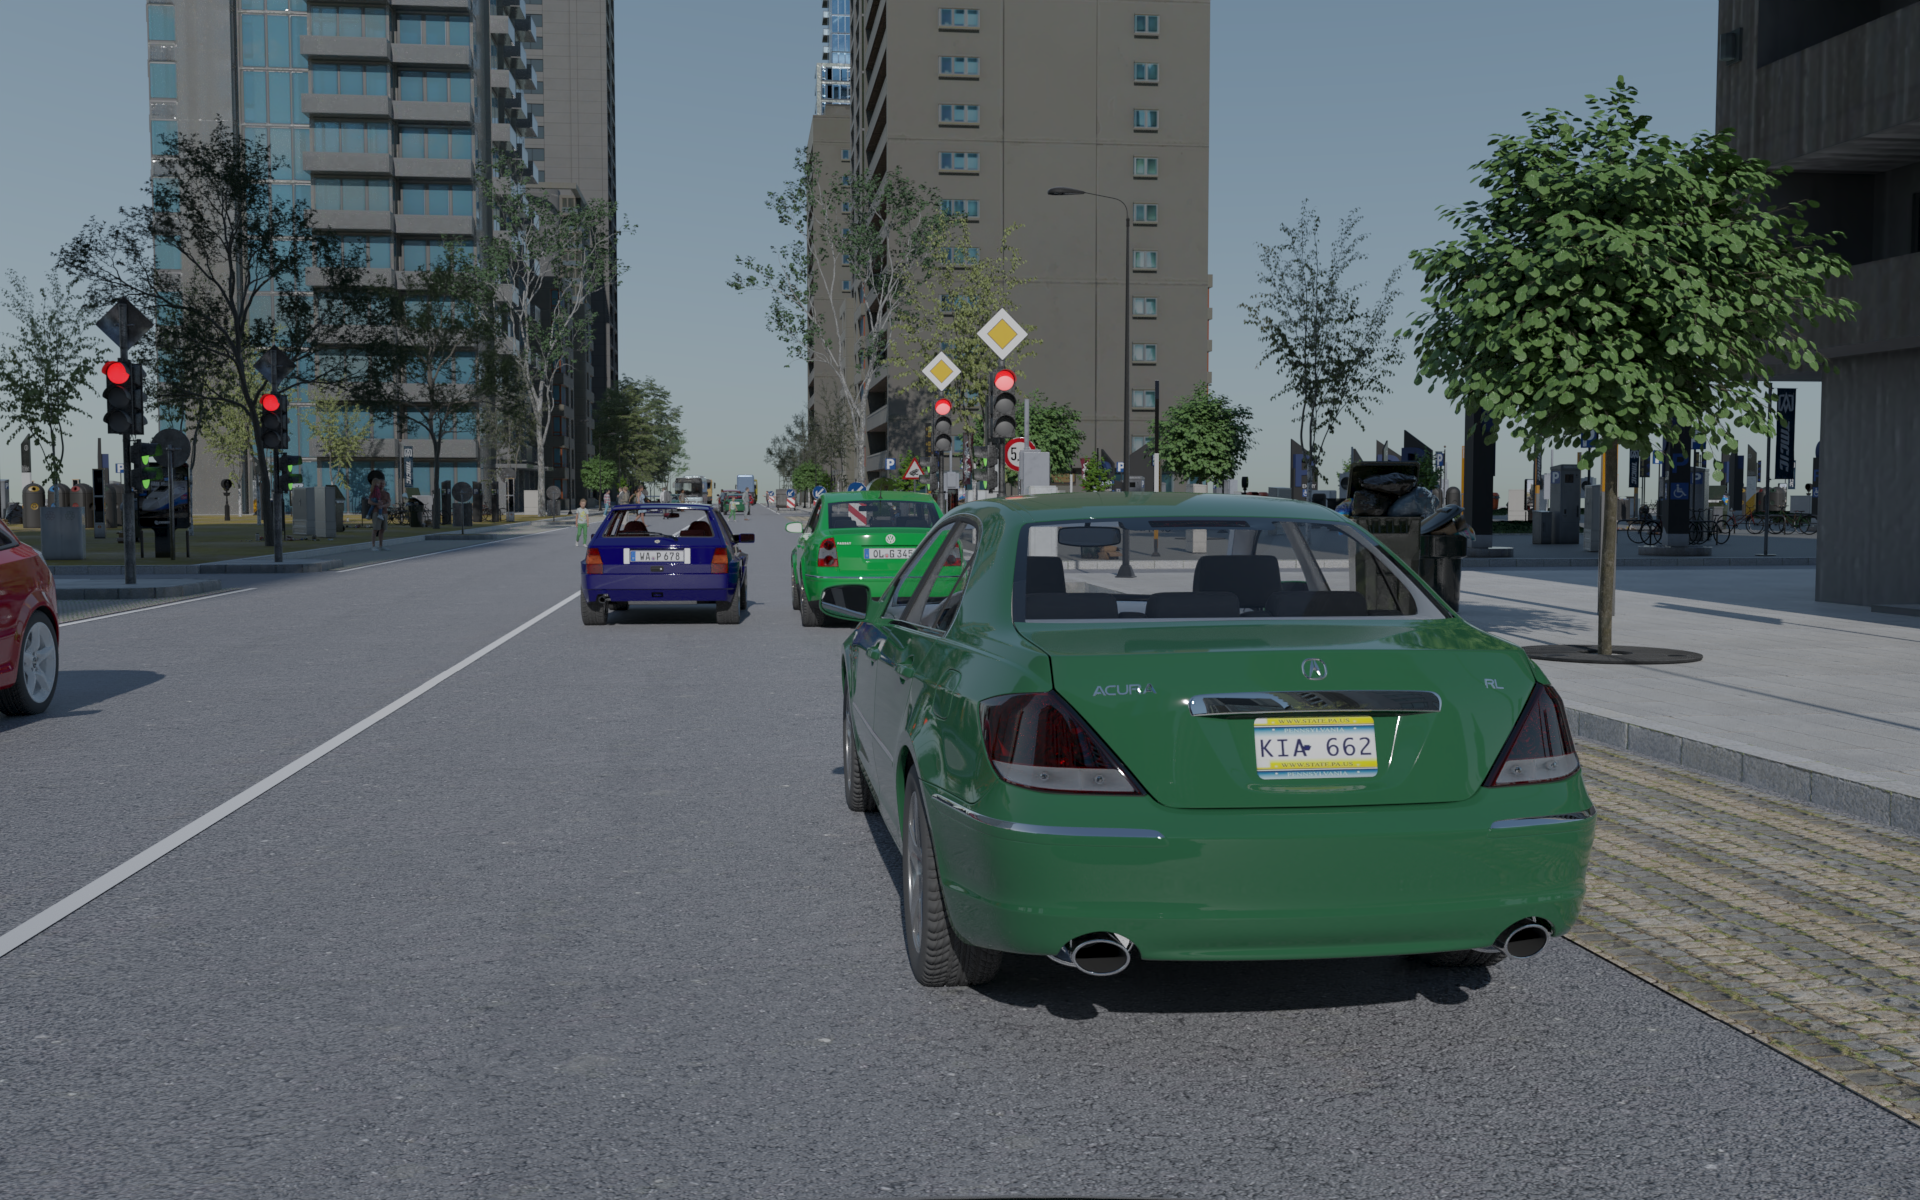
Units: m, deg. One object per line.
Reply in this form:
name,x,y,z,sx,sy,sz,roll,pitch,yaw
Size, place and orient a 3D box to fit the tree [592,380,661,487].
tree,-33.714,-15.526,171.979,7.486,12.596,7.792,0,3,0

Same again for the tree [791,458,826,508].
tree,-13.478,-10.563,156.422,4.285,4.588,4.351,0,3,0

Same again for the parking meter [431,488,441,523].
parking meter,-22.908,-4.118,75.735,0.372,1.533,0.369,0,3,0

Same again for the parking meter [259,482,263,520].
parking meter,-34.331,-4.852,85.039,0.255,1.863,0.399,0,4,3

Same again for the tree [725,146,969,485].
tree,-6.203,-14.620,94.931,12.611,20.169,13.585,0,3,0

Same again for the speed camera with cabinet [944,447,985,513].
speed camera with cabinet,0.236,-4.777,72.442,2.038,3.252,0.660,-1,4,-15

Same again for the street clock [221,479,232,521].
street clock,-35.142,-4.798,83.020,0.358,2.002,0.471,2,4,32

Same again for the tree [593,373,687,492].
tree,-33.959,-16.916,183.227,9.857,13.997,8.962,0,3,0

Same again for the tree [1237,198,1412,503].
tree,9.165,-5.733,44.105,4.360,8.622,3.978,0,3,0

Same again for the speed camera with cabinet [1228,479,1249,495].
speed camera with cabinet,16.859,-6.790,105.345,0.660,3.252,2.038,-2,4,-23

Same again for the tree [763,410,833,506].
tree,-17.753,-15.730,191.598,8.767,10.594,7.601,0,4,2

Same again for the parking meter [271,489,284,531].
parking meter,-23.637,-3.155,59.991,0.372,1.533,0.369,0,3,0

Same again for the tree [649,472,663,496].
tree,-37.080,-15.734,207.604,4.737,8.622,4.395,0,3,0

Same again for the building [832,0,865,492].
building,-2.232,-44.852,171.579,20.563,71.187,20.611,0,4,-7

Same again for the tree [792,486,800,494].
tree,-20.909,-13.991,223.350,1.663,3.219,1.824,0,3,0

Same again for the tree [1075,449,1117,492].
tree,5.403,-4.679,71.099,1.663,3.219,1.824,0,3,0

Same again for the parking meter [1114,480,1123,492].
parking meter,6.659,-4.080,72.419,0.399,1.863,0.255,1,4,18

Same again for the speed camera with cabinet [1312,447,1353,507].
speed camera with cabinet,15.715,-4.790,72.650,2.038,3.252,0.660,3,5,40

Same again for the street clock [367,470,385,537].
street clock,-17.589,-2.915,52.223,0.471,2.002,0.358,0,4,-4

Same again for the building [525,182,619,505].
building,-56.115,-31.217,202.278,32.217,40.220,23.993,0,4,-7

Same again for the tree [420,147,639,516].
tree,-25.136,-14.787,97.648,12.611,20.169,13.585,0,3,0

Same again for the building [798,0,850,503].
building,-12.103,-57.451,251.995,22.319,86.520,31.000,0,4,-7

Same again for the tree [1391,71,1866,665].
tree,5.113,-1.821,13.492,4.285,4.588,4.351,0,3,0

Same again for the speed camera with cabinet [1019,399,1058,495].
speed camera with cabinet,1.612,-2.513,35.431,0.660,3.252,2.038,0,4,-3

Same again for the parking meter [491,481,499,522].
parking meter,-21.167,-4.475,78.869,0.255,1.863,0.399,0,4,0

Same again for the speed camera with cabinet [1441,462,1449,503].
speed camera with cabinet,30.116,-6.962,108.167,0.660,3.252,2.038,1,4,12

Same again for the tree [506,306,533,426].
tree,-19.141,-7.927,64.020,8.767,10.594,7.601,3,5,40

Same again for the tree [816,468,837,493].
tree,-9.755,-8.164,128.087,1.663,3.219,1.824,0,3,0

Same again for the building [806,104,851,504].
building,-7.720,-36.040,212.961,21.300,48.544,21.600,0,4,-7

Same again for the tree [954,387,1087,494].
tree,2.272,-4.258,53.324,4.285,4.588,4.351,0,3,0

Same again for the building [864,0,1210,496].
building,4.653,-30.474,121.947,21.300,48.544,21.600,0,4,-7

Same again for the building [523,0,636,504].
building,-52.876,-48.069,224.177,20.563,71.187,20.611,0,4,-7

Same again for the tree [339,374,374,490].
tree,-37.317,-9.368,103.529,4.737,8.622,4.395,0,3,0

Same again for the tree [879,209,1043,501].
tree,0.270,-5.749,44.360,4.737,8.622,4.395,0,3,0

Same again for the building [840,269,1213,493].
building,4.326,-18.592,149.016,27.650,21.520,28.899,0,4,-7

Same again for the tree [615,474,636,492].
tree,-31.476,-10.252,162.224,1.663,3.219,1.824,0,3,0

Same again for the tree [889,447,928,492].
tree,-2.112,-4.536,68.757,1.663,3.219,1.824,0,3,0

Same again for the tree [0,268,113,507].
tree,-29.394,-6.441,55.674,4.737,8.622,4.395,0,3,0

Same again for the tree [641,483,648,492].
tree,-37.232,-12.745,202.989,1.663,3.219,1.824,0,3,0

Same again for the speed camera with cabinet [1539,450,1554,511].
speed camera with cabinet,26.027,-5.084,77.452,0.660,3.252,2.038,0,4,-1

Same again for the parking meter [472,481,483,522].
parking meter,-21.852,-4.450,78.465,0.399,1.863,0.255,1,4,13

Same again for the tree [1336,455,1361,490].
tree,18.926,-5.436,83.485,1.663,3.219,1.824,0,3,0

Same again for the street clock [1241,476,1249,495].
street clock,11.714,-4.077,71.226,0.358,2.002,0.471,1,4,19

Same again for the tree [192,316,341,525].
tree,-28.778,-7.352,70.560,4.737,8.622,4.395,0,3,0

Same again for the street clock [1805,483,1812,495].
street clock,56.635,-6.790,115.583,0.358,2.002,0.471,-1,4,-21

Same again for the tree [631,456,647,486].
tree,-36.167,-15.052,196.457,4.360,8.622,3.978,0,3,0

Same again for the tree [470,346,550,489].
tree,-22.440,-8.327,86.514,4.360,8.622,3.978,0,3,0

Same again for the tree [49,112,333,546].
tree,-17.208,-6.612,42.516,7.601,10.594,8.767,3,4,38

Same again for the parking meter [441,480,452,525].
parking meter,-21.647,-4.115,72.986,0.255,1.863,0.399,1,4,18

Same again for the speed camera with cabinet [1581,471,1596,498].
speed camera with cabinet,33.173,-6.055,93.337,2.038,3.252,0.660,3,5,41

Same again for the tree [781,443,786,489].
tree,-14.846,-13.418,169.753,4.360,8.622,3.978,0,3,0

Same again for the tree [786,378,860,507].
tree,-7.820,-9.693,108.839,4.360,8.622,3.978,0,3,0

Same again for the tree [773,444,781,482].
tree,-22.502,-17.085,229.698,4.360,8.622,3.978,0,3,0

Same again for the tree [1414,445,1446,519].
tree,18.247,-4.507,68.293,1.663,3.219,1.824,0,3,0

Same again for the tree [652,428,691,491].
tree,-45.018,-20.765,265.263,9.928,11.665,9.643,0,3,0

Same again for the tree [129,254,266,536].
tree,-23.794,-6.311,53.547,4.360,8.622,3.978,0,3,0

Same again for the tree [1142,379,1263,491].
tree,6.920,-4.003,49.158,4.285,4.588,4.351,0,3,0

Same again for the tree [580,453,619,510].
tree,-29.127,-9.538,139.655,4.285,4.588,4.351,0,3,0
